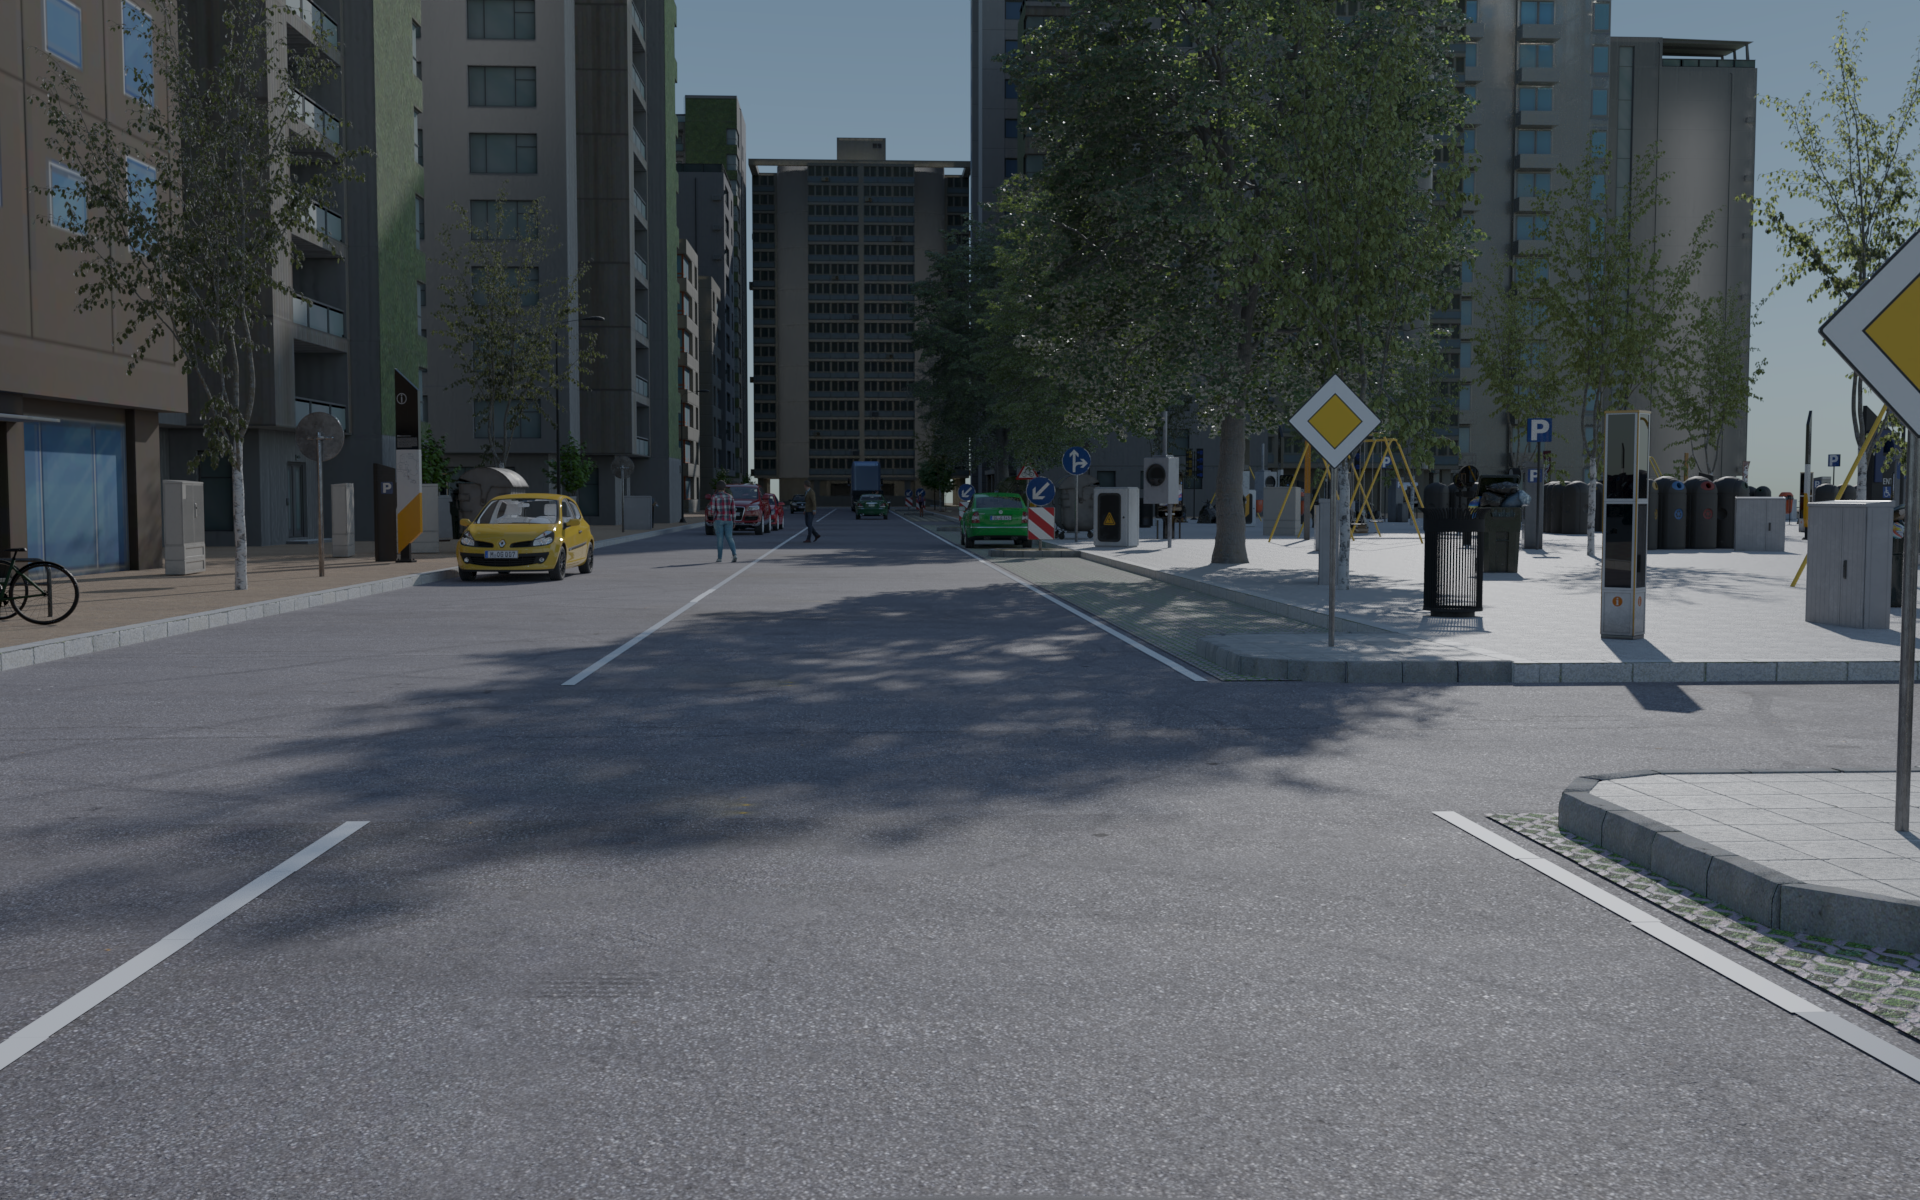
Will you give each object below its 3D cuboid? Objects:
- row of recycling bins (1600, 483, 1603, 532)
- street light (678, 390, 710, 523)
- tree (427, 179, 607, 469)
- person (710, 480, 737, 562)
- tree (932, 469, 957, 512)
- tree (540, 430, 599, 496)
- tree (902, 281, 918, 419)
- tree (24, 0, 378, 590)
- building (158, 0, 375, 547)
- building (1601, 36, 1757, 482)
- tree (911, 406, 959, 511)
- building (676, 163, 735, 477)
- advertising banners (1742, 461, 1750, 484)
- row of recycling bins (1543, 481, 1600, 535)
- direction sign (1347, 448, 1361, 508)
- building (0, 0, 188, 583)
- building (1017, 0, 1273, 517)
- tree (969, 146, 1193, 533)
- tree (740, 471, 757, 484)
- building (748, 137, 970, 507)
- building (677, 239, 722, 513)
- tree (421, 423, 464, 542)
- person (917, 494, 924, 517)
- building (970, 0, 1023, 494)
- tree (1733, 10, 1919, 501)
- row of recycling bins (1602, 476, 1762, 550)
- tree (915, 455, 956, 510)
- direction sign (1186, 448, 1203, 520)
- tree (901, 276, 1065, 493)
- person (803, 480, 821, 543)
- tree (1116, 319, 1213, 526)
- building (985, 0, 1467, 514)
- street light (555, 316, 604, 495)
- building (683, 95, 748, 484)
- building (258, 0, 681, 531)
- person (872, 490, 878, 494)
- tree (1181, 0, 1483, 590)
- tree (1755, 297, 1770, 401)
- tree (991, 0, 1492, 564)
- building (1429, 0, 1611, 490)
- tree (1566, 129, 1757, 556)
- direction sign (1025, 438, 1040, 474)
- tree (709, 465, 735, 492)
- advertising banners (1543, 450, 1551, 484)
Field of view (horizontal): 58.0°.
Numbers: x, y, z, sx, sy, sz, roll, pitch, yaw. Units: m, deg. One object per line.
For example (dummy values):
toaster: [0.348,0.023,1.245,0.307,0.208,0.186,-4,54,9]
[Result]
row of recycling bins: [22.282,-3.113,58.004,1.069,1.692,3.534,-2,4,-24]
street light: [-11.839,-6.399,77.158,1.470,5.913,1.316,0,4,-3]
tree: [-10.893,-5.582,41.636,4.360,8.622,3.978,0,3,0]
person: [-4.976,-1.657,36.428,0.563,1.720,0.643,-2,4,-27]
tree: [-0.972,-7.989,125.218,1.663,3.219,1.824,0,3,0]
tree: [-11.814,-3.520,52.145,1.663,3.219,1.824,0,3,0]
tree: [2.117,-10.540,78.992,9.857,13.997,8.962,0,3,0]
tree: [-9.862,-4.436,22.885,4.360,8.622,3.978,0,3,0]
building: [-22.576,-22.029,43.770,14.154,41.232,14.086,0,4,-3]
building: [62.563,-29.084,159.116,14.086,41.232,14.154,0,4,-3]
tree: [-1.539,-11.047,130.984,4.737,8.622,4.395,0,3,0]
building: [-27.239,-23.362,153.675,14.107,30.474,14.160,0,4,-3]
advertising banners: [40.776,-5.810,91.189,2.074,3.025,0.090,-1,4,-20]
row of recycling bins: [19.746,-3.027,56.610,1.069,1.692,3.534,0,4,4]
direction sign: [13.775,-4.221,61.016,0.379,3.537,0.876,-2,4,-32]
building: [-20.002,-22.724,21.656,14.600,45.320,14.200,0,4,-3]
building: [10.226,-20.305,103.685,14.160,30.474,14.107,0,4,-3]
tree: [3.970,-8.455,56.371,7.486,12.596,7.792,0,3,0]
tree: [-17.542,-9.008,141.875,1.663,3.219,1.824,0,3,0]
building: [-10.900,-30.553,191.422,23.993,40.220,32.217,0,4,-3]
building: [-33.150,-17.497,131.116,27.650,21.520,28.899,0,4,-3]
tree: [-14.258,-3.203,46.974,1.663,3.219,1.824,0,3,0]
person: [-2.438,-5.913,108.415,0.421,1.427,0.697,1,4,13]
building: [11.368,-37.082,148.281,21.231,58.520,28.212,0,4,-3]
tree: [14.366,-4.682,26.908,4.360,8.622,3.978,0,3,0]
row of recycling bins: [16.834,-2.035,40.384,3.534,1.692,1.069,-1,4,-21]
tree: [-1.936,-9.431,137.906,4.285,4.588,4.351,0,3,0]
direction sign: [11.639,-5.751,86.027,0.876,3.537,0.379,1,4,19]
tree: [2.015,-11.036,90.815,12.009,13.543,11.850,0,3,0]
person: [-4.452,-2.629,51.393,0.656,1.842,0.836,2,4,34]
tree: [7.927,-7.253,68.947,4.360,8.622,3.978,0,3,0]
building: [18.243,-26.377,123.142,32.217,40.220,23.993,0,4,-3]
street light: [-9.992,-4.455,45.386,1.470,5.913,1.316,0,4,-3]
building: [-29.553,-30.419,180.947,14.086,41.232,14.154,0,4,-3]
building: [-19.602,-23.780,72.396,14.154,41.232,14.086,0,4,-3]
person: [-5.902,-6.903,122.171,0.445,1.727,0.742,1,4,17]
tree: [5.040,-4.426,22.735,4.737,8.622,4.395,0,3,0]
tree: [26.290,-6.751,60.742,4.737,8.622,4.395,0,3,0]
tree: [5.118,-7.660,31.890,9.857,13.997,8.962,0,3,0]
building: [40.391,-32.618,152.916,30.456,49.044,23.786,0,4,-3]
tree: [13.423,-5.233,35.924,4.737,8.622,4.395,0,3,0]
direction sign: [2.885,-4.707,68.953,0.379,3.537,0.876,-3,5,-40]
tree: [-15.709,-7.277,113.583,1.663,3.219,1.824,0,3,0]
advertising banners: [23.811,-4.447,68.904,0.090,3.025,2.074,-1,4,-18]
